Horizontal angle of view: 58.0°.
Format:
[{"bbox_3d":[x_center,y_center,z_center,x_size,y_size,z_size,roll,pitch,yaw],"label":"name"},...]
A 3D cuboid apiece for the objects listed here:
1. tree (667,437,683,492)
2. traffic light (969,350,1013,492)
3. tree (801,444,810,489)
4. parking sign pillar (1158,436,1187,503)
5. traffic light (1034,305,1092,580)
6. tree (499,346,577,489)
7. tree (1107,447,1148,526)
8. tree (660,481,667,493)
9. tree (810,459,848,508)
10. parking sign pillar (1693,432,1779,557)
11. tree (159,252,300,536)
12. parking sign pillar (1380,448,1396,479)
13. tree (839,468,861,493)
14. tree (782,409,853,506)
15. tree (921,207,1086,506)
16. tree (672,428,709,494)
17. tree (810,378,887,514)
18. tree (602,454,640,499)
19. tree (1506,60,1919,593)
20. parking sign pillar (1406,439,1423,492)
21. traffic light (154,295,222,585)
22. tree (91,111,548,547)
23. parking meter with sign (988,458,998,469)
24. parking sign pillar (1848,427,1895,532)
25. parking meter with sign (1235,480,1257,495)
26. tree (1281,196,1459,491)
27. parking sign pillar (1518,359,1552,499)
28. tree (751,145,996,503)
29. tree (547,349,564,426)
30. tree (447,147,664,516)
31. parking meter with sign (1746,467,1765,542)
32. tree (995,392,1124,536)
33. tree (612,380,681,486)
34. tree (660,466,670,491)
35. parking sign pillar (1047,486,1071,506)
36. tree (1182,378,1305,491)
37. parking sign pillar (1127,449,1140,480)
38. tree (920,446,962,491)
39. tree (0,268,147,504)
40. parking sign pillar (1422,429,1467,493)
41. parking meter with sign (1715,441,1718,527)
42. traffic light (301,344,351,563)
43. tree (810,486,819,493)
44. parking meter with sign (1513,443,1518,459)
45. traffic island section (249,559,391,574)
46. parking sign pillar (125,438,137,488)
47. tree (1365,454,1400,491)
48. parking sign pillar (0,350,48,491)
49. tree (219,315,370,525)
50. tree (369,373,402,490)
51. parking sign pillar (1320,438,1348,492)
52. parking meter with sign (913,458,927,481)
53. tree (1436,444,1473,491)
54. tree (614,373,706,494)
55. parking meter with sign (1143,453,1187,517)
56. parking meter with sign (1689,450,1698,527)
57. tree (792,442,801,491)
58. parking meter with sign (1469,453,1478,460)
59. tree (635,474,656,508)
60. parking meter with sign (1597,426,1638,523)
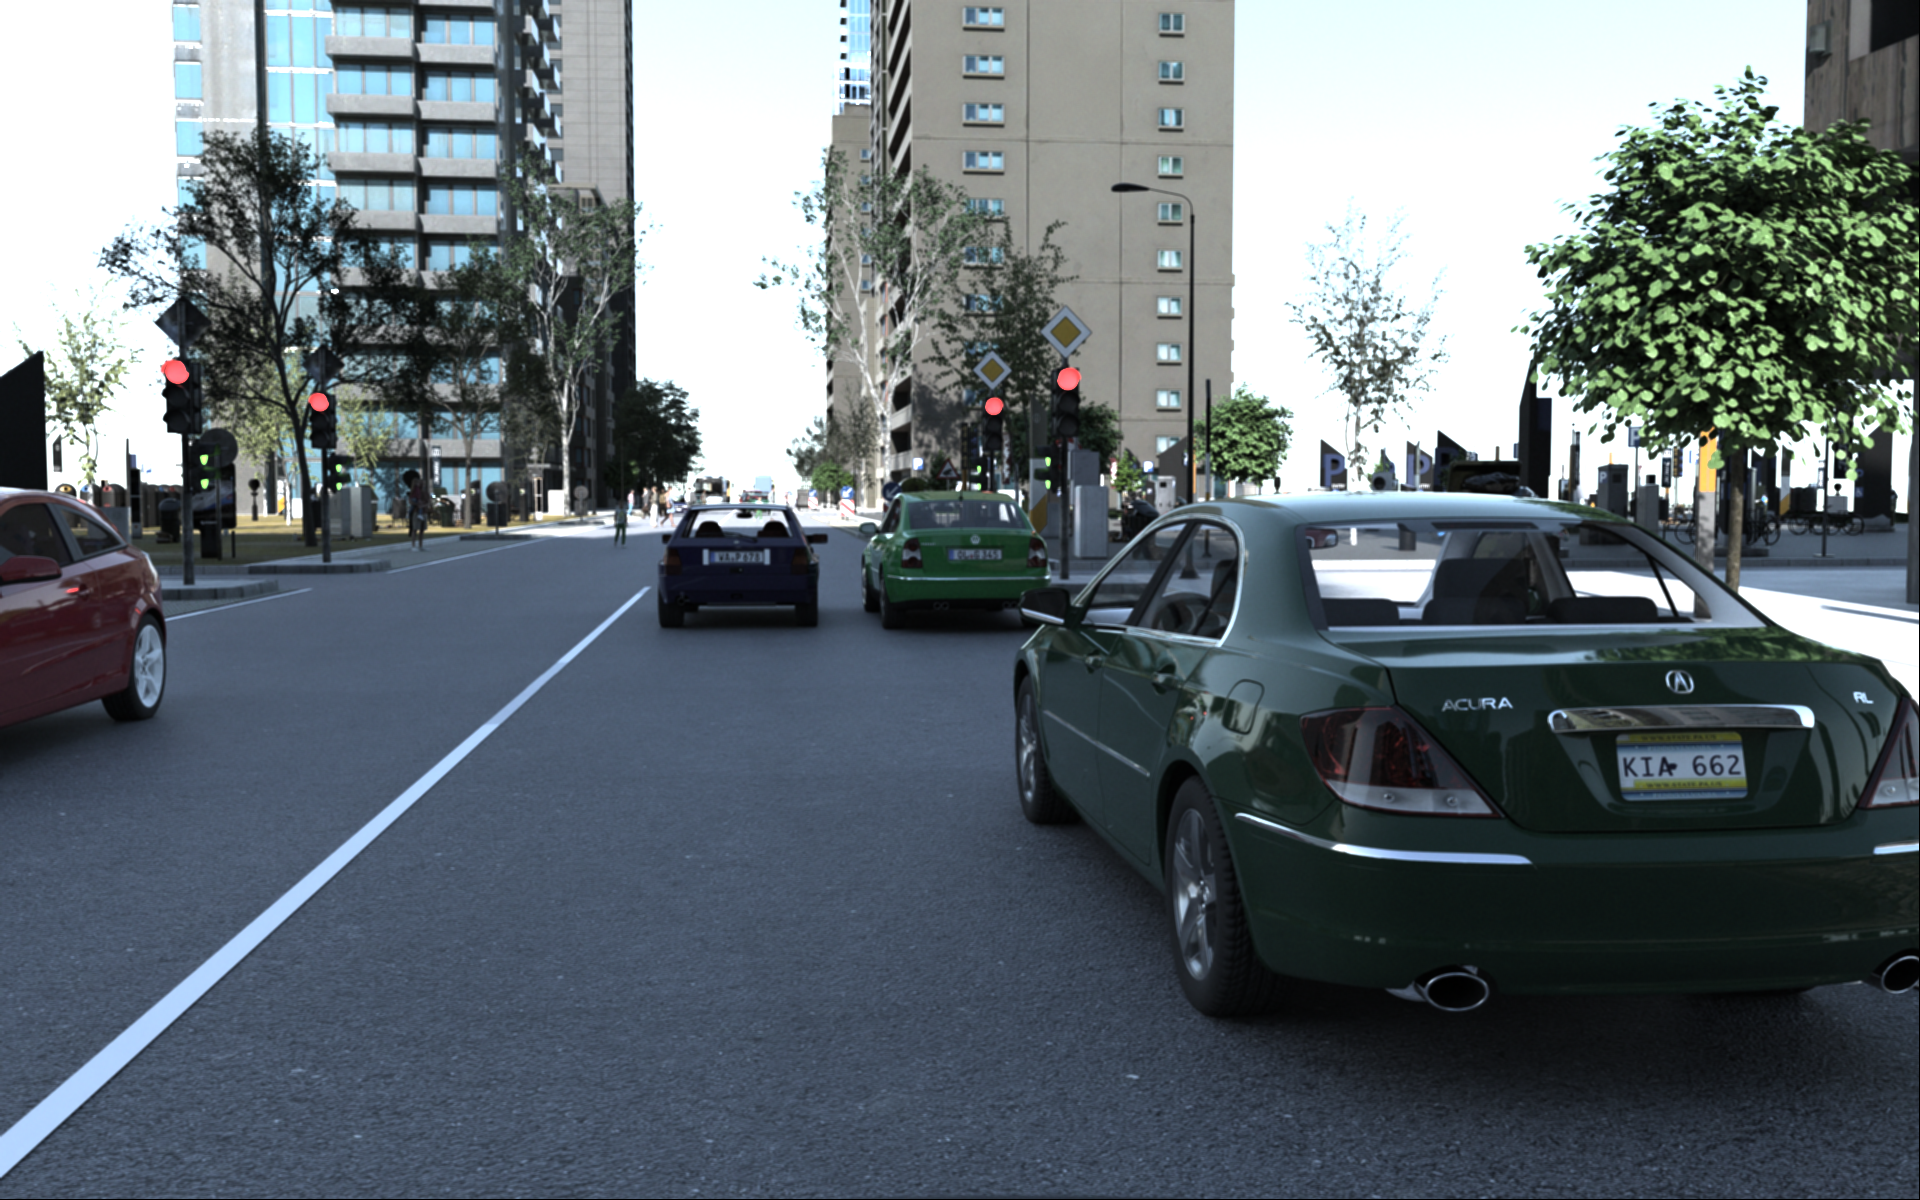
[{"bbox_3d":[-34.839,-15.732,207.576,4.737,8.622,4.395,0,3,0],"label":"tree"},{"bbox_3d":[0.606,-2.750,33.880,0.839,4.253,0.868,0,4,-7],"label":"traffic light"},{"bbox_3d":[-12.878,-13.407,169.567,4.360,8.622,3.978,0,3,0],"label":"tree"},{"bbox_3d":[9.841,-5.608,80.164,1.447,3.967,1.447,0,4,2],"label":"parking sign pillar"},{"bbox_3d":[1.550,-2.265,25.951,0.839,4.253,0.868,0,4,-7],"label":"traffic light"},{"bbox_3d":[-21.069,-8.319,86.384,4.360,8.622,3.978,0,3,0],"label":"tree"},{"bbox_3d":[6.661,-4.659,70.770,1.663,3.219,1.824,0,3,0],"label":"tree"},{"bbox_3d":[-35.025,-12.744,202.962,1.663,3.219,1.824,0,3,0],"label":"tree"},{"bbox_3d":[-13.907,-11.909,178.424,4.285,4.588,4.351,0,3,0],"label":"tree"},{"bbox_3d":[16.072,-2.906,35.983,1.447,3.967,1.447,1,4,18],"label":"parking sign pillar"},{"bbox_3d":[-22.660,-6.304,53.428,4.360,8.622,3.978,0,3,0],"label":"tree"},{"bbox_3d":[25.287,-6.966,102.368,1.447,3.967,1.447,3,5,39],"label":"parking sign pillar"},{"bbox_3d":[-8.087,-8.151,127.865,1.663,3.219,1.824,0,3,0],"label":"tree"},{"bbox_3d":[-15.627,-15.720,191.432,8.767,10.594,7.601,0,4,3],"label":"tree"},{"bbox_3d":[1.337,-5.731,44.069,4.737,8.622,4.395,0,3,0],"label":"tree"},{"bbox_3d":[-42.362,-20.767,265.290,9.928,11.665,9.643,0,3,0],"label":"tree"},{"bbox_3d":[-6.289,-9.678,108.604,4.360,8.622,3.978,0,3,0],"label":"tree"},{"bbox_3d":[-27.375,-9.533,139.572,4.285,4.588,4.351,0,3,0],"label":"tree"},{"bbox_3d":[5.958,-1.801,13.167,4.285,4.588,4.351,0,3,0],"label":"tree"},{"bbox_3d":[22.481,-5.891,84.788,1.447,3.967,1.447,1,4,14],"label":"parking sign pillar"},{"bbox_3d":[-10.922,-2.173,24.457,0.839,4.253,0.868,0,4,-7],"label":"traffic light"},{"bbox_3d":[-16.153,-6.602,42.350,7.601,10.594,8.767,3,4,39],"label":"tree"},{"bbox_3d":[1.019,-5.229,81.757,0.543,3.016,1.738,3,5,43],"label":"parking meter with sign"},{"bbox_3d":[31.062,-4.308,58.914,1.447,3.967,1.447,-1,4,-22],"label":"parking sign pillar"},{"bbox_3d":[14.413,-5.500,86.178,1.738,3.016,0.543,-1,4,-22],"label":"parking meter with sign"},{"bbox_3d":[10.230,-5.712,43.750,4.360,8.622,3.978,0,3,0],"label":"tree"},{"bbox_3d":[11.674,-2.862,35.258,1.447,3.967,1.447,1,4,9],"label":"parking sign pillar"},{"bbox_3d":[-4.769,-14.605,94.684,12.611,20.169,13.585,0,3,0],"label":"tree"},{"bbox_3d":[-17.931,-7.918,63.867,8.767,10.594,7.601,3,5,40],"label":"tree"},{"bbox_3d":[-23.683,-14.780,97.537,12.611,20.169,13.585,0,3,0],"label":"tree"},{"bbox_3d":[21.266,-3.093,46.823,0.543,3.016,1.738,2,4,33],"label":"parking meter with sign"},{"bbox_3d":[2.663,-4.523,57.672,4.285,4.588,4.351,0,3,0],"label":"tree"},{"bbox_3d":[-31.729,-15.523,171.928,7.486,12.596,7.792,0,3,0],"label":"tree"},{"bbox_3d":[-34.007,-15.050,196.423,4.360,8.622,3.978,0,3,0],"label":"tree"},{"bbox_3d":[5.561,-6.635,96.948,1.447,3.967,1.447,-1,4,-14],"label":"parking sign pillar"},{"bbox_3d":[8.021,-3.982,48.818,4.285,4.588,4.351,0,3,0],"label":"tree"},{"bbox_3d":[10.158,-6.980,102.602,1.447,3.967,1.447,-2,4,-27],"label":"parking sign pillar"},{"bbox_3d":[-0.871,-4.519,68.482,1.663,3.219,1.824,0,3,0],"label":"tree"},{"bbox_3d":[-28.245,-6.436,55.595,4.737,8.622,4.395,0,3,0],"label":"tree"},{"bbox_3d":[20.271,-5.091,71.716,1.447,3.967,1.447,3,5,45],"label":"parking sign pillar"},{"bbox_3d":[25.831,-3.744,57.470,1.738,3.016,0.543,-1,4,-13],"label":"parking meter with sign"},{"bbox_3d":[-11.866,-2.658,32.386,0.839,4.253,0.868,0,4,-7],"label":"traffic light"},{"bbox_3d":[-18.556,-13.982,223.205,1.663,3.219,1.824,0,3,0],"label":"tree"},{"bbox_3d":[18.770,-3.777,58.016,0.543,3.016,1.738,1,4,19],"label":"parking meter with sign"},{"bbox_3d":[-11.907,-0.626,32.516,2.009,0.180,2.903,0,4,-7],"label":"traffic island section"},{"bbox_3d":[-40.051,-5.824,83.691,1.447,3.967,1.447,-2,4,-28],"label":"parking sign pillar"},{"bbox_3d":[20.273,-5.410,83.059,1.663,3.219,1.824,0,3,0],"label":"tree"},{"bbox_3d":[-17.624,-2.665,32.051,1.447,3.967,1.447,2,4,28],"label":"parking sign pillar"},{"bbox_3d":[-27.521,-7.346,70.476,4.737,8.622,4.395,0,3,0],"label":"tree"},{"bbox_3d":[-35.824,-9.367,103.505,4.737,8.622,4.395,0,3,0],"label":"tree"},{"bbox_3d":[18.133,-5.845,84.037,1.447,3.967,1.447,-1,4,-15],"label":"parking sign pillar"},{"bbox_3d":[-1.700,-5.431,85.059,0.543,3.016,1.738,1,4,23],"label":"parking meter with sign"},{"bbox_3d":[19.485,-4.481,67.872,1.663,3.219,1.824,0,3,0],"label":"tree"},{"bbox_3d":[-31.892,-16.913,183.176,9.857,13.997,8.962,0,3,0],"label":"tree"},{"bbox_3d":[8.733,-4.712,73.304,1.738,3.016,0.543,2,4,27],"label":"parking meter with sign"},{"bbox_3d":[29.024,-4.361,67.563,0.543,3.016,1.738,0,4,1],"label":"parking meter with sign"},{"bbox_3d":[-20.103,-17.077,229.565,4.360,8.622,3.978,0,3,0],"label":"tree"},{"bbox_3d":[20.987,-4.712,73.304,1.738,3.016,0.543,-1,4,-15],"label":"parking meter with sign"},{"bbox_3d":[-29.562,-10.248,162.157,1.663,3.219,1.824,0,3,0],"label":"tree"},{"bbox_3d":[16.591,-2.925,44.092,1.738,3.016,0.543,-2,4,-24],"label":"parking meter with sign"}]
